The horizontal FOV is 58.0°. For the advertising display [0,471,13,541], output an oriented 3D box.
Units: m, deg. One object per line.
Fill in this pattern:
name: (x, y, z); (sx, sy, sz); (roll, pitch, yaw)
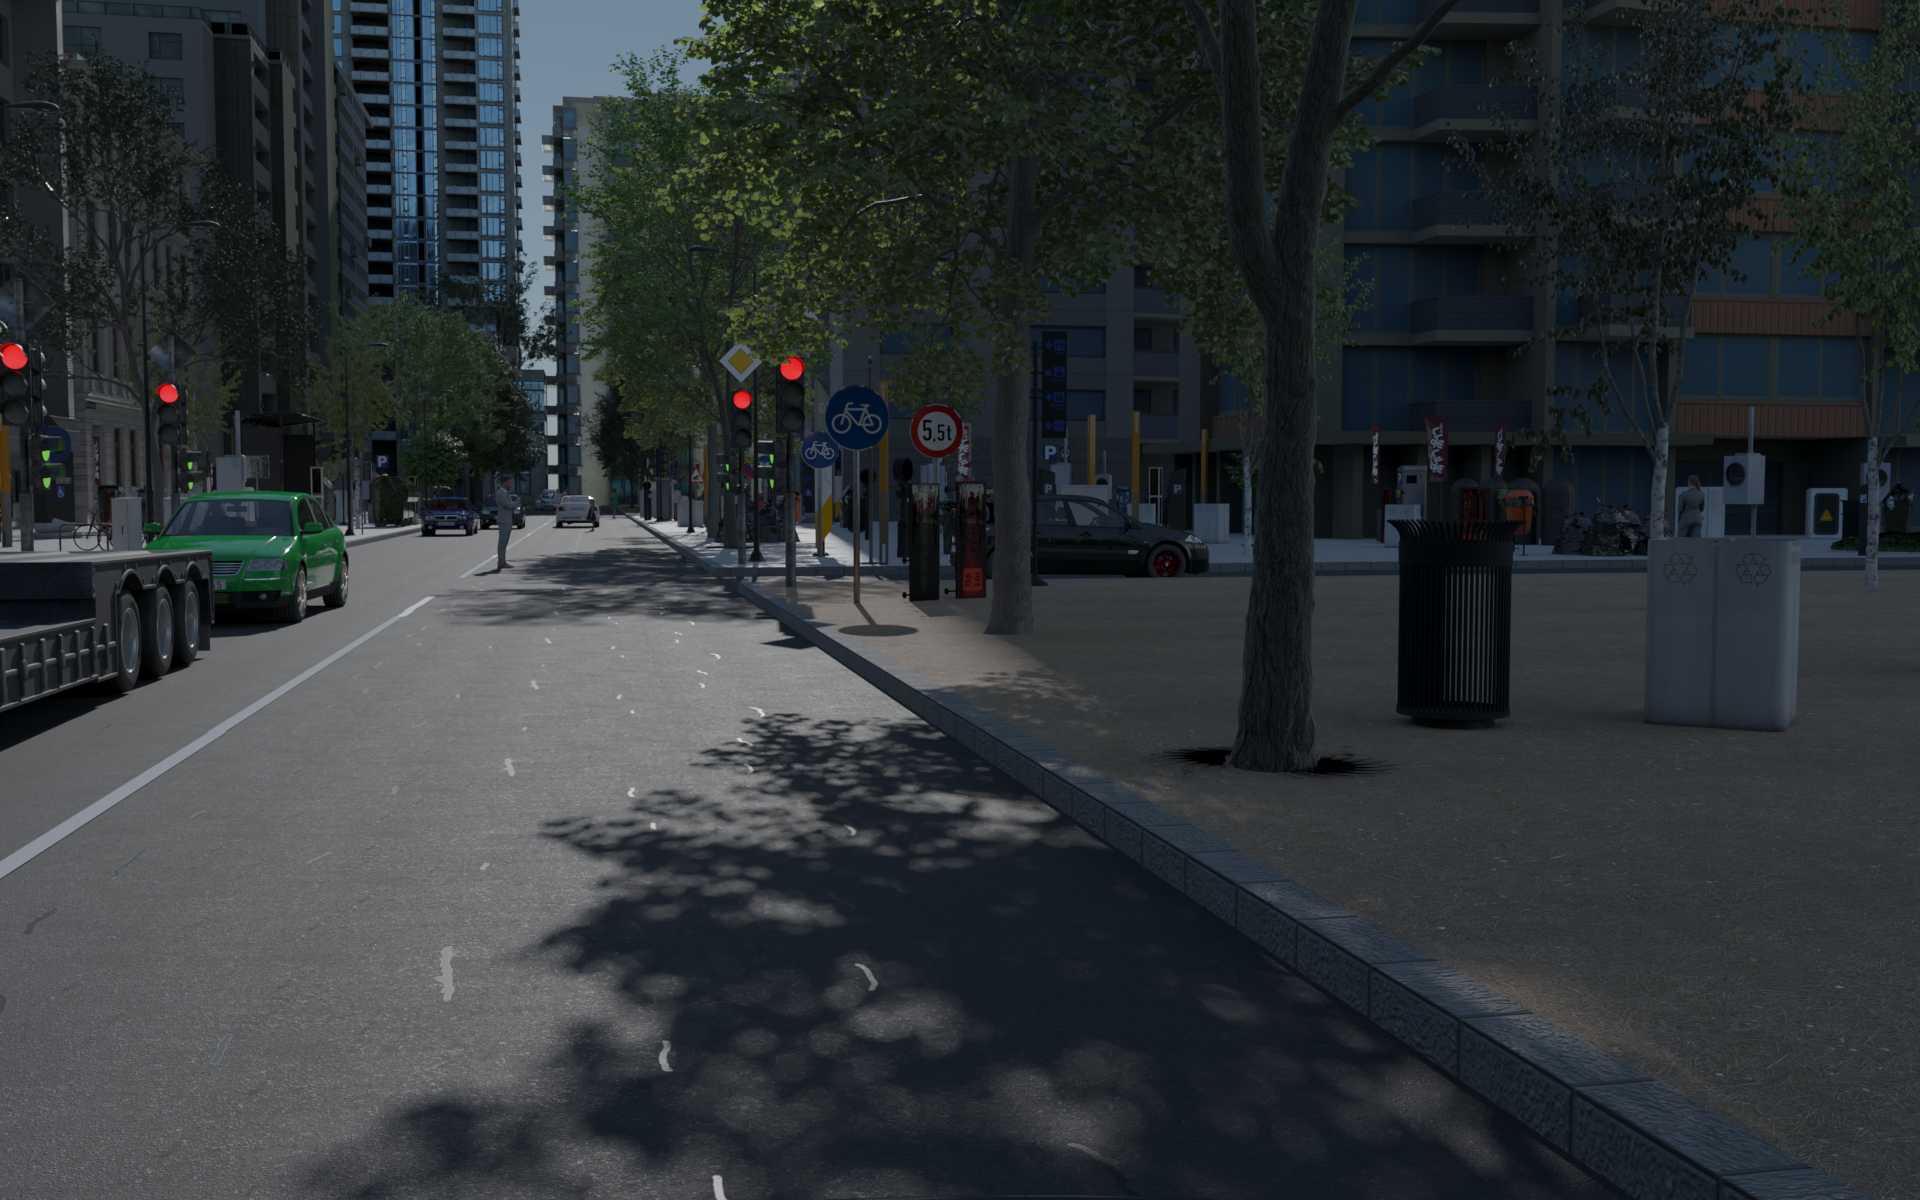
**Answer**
advertising display: (-26.145, -2.543, 46.794); (0.974, 1.923, 0.123); (-3, 4, -37)

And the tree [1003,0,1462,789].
tree: (1.446, -5.009, 7.648); (9.928, 11.665, 9.643); (0, 3, 0)

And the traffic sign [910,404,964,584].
traffic sign: (-0.326, -1.496, 24.562); (0.768, 2.556, 0.104); (0, 4, -3)

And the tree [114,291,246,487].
tree: (-28.826, -6.952, 64.031); (4.737, 8.622, 4.395); (0, 3, 0)

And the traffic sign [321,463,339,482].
traffic sign: (-25.587, -4.291, 70.267); (0.768, 2.556, 0.104); (0, 4, -3)

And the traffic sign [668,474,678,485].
traffic sign: (-16.174, -5.925, 96.871); (0.884, 2.594, 0.081); (0, 4, -6)

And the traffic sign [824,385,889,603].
traffic sign: (-1.214, -1.237, 20.324); (0.768, 2.556, 0.104); (-1, 4, -11)

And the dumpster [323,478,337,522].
dumpster: (-21.196, -3.119, 56.746); (1.264, 1.857, 1.865); (-1, 4, -12)

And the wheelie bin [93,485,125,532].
wheelie bin: (-29.104, -3.143, 59.297); (0.980, 1.594, 0.693); (-2, 4, -31)

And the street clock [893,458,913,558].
street clock: (-1.150, -1.855, 34.902); (0.358, 2.002, 0.471); (2, 4, 26)

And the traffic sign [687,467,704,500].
traffic sign: (-12.426, -4.994, 81.663); (0.884, 2.594, 0.081); (0, 4, -4)

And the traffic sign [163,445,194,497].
traffic sign: (-19.784, -2.679, 43.901); (0.768, 2.556, 0.104); (0, 4, -6)

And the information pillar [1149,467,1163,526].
information pillar: (5.335, -2.617, 47.281); (0.304, 2.012, 0.304); (1, 4, 22)

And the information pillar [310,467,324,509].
information pillar: (-17.348, -2.586, 46.774); (0.304, 2.012, 0.304); (-1, 4, -15)

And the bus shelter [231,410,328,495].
bus shelter: (-20.054, -3.670, 51.290); (1.731, 3.624, 6.357); (-1, 4, -12)

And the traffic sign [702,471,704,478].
traffic sign: (-11.904, -5.053, 82.722); (0.768, 2.556, 0.104); (0, 4, -6)

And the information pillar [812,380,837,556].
information pillar: (-2.834, -2.720, 35.825); (0.183, 3.616, 0.504); (2, 4, 33)

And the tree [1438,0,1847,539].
tree: (7.691, -4.211, 19.213); (4.360, 8.622, 3.978); (0, 3, 0)

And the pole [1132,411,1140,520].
pole: (4.329, -2.989, 42.713); (0.158, 3.312, 0.155); (0, 3, 0)

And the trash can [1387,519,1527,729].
trash can: (2.748, 0.124, 9.630); (0.748, 1.137, 0.748); (0, 3, 0)

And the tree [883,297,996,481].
tree: (-0.844, -6.770, 61.055); (4.737, 8.622, 4.395); (0, 3, 0)

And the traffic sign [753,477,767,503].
traffic sign: (-6.513, -3.559, 58.201); (0.884, 2.594, 0.081); (0, 4, -8)

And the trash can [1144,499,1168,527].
trash can: (5.642, -2.318, 49.551); (0.748, 1.137, 0.748); (0, 3, 0)

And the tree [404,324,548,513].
tree: (-32.810, -12.261, 117.482); (9.611, 12.733, 9.660); (0, 3, 0)

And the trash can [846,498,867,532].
trash can: (-3.625, -3.040, 61.360); (0.748, 1.137, 0.748); (0, 3, 0)

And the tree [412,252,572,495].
tree: (-34.667, -16.977, 133.464); (12.611, 20.169, 13.585); (0, 3, 0)

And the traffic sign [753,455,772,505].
traffic sign: (-6.446, -3.491, 57.191); (0.768, 2.556, 0.104); (-1, 4, -10)

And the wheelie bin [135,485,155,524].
wheelie bin: (-28.587, -3.242, 60.918); (0.693, 1.594, 0.980); (-3, 4, -37)

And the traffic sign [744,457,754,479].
traffic sign: (-6.946, -3.580, 58.644); (0.768, 2.556, 0.104); (0, 4, -4)

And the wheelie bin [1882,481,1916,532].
wheelie bin: (23.119, -2.126, 42.665); (0.693, 1.594, 0.980); (2, 4, 34)

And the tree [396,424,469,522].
tree: (-24.731, -5.970, 81.319); (4.285, 4.588, 4.351); (0, 3, 0)

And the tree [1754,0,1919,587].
tree: (12.670, -4.473, 23.494); (4.737, 8.622, 4.395); (0, 3, 0)

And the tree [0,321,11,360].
tree: (-11.425, -2.067, 17.510); (4.285, 4.588, 4.351); (0, 3, 0)

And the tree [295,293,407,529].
tree: (-22.268, -6.928, 63.636); (4.737, 8.622, 4.395); (0, 3, 0)

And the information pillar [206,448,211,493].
information pillar: (-37.356, -5.795, 86.107); (0.183, 3.616, 0.504); (-1, 4, -13)

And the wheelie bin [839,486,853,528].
wheelie bin: (-4.203, -3.526, 65.554); (0.693, 1.594, 0.980); (-1, 4, -14)

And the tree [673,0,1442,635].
tree: (0.830, -5.977, 15.848); (7.486, 12.596, 7.792); (0, 3, 0)

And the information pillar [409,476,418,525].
information pillar: (-22.724, -4.128, 71.988); (0.304, 2.012, 0.304); (0, 4, 1)

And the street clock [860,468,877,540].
street clock: (-2.575, -2.691, 48.572); (0.471, 2.002, 0.358); (0, 4, 1)

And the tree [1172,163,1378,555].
tree: (6.157, -5.236, 35.965); (4.737, 8.622, 4.395); (0, 3, 0)

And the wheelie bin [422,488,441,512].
wheelie bin: (-26.475, -4.824, 86.772); (0.980, 1.594, 0.693); (2, 4, 29)

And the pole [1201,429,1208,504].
pole: (7.684, -3.707, 54.461); (0.158, 3.312, 0.155); (0, 3, 0)

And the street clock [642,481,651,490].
street clock: (-17.662, -5.697, 97.723); (0.471, 2.002, 0.358); (-3, 5, -44)

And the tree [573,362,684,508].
tree: (-30.160, -15.177, 158.508); (12.009, 13.543, 11.850); (0, 3, 0)

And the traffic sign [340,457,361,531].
traffic sign: (-20.748, -3.606, 59.071); (0.768, 2.556, 0.104); (0, 4, -6)

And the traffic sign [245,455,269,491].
traffic sign: (-18.613, -2.676, 45.883); (0.606, 2.300, 0.079); (0, 4, -4)

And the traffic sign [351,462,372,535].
traffic sign: (-18.894, -3.215, 54.702); (0.606, 2.300, 0.079); (-1, 4, -11)

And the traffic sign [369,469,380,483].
traffic sign: (-27.271, -4.857, 80.590); (0.795, 2.450, 0.064); (0, 4, -4)

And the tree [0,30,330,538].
tree: (-16.542, -6.168, 35.253); (7.601, 10.594, 8.767); (2, 4, 26)

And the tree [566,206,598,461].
tree: (-7.577, -8.071, 50.088); (7.486, 12.596, 7.792); (0, 3, 0)

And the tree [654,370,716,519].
tree: (-14.584, -8.465, 88.762); (4.737, 8.622, 4.395); (0, 3, 0)

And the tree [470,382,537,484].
tree: (-43.173, -14.919, 162.059); (7.486, 12.596, 7.792); (0, 3, 0)

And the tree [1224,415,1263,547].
tree: (7.440, -2.932, 42.532); (1.663, 3.219, 1.824); (0, 3, 0)

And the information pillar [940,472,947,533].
information pillar: (-0.624, -3.225, 57.219); (0.304, 2.012, 0.304); (-1, 4, -20)

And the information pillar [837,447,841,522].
information pillar: (-5.555, -5.349, 78.810); (0.183, 3.616, 0.504); (2, 4, 25)

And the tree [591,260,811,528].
tree: (-9.117, -7.986, 64.985); (7.601, 10.594, 8.767); (-2, 4, -24)

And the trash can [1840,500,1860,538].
trash can: (21.796, -1.864, 42.125); (0.748, 1.137, 0.748); (0, 3, 0)

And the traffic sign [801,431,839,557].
traffic sign: (-2.844, -2.144, 35.164); (0.768, 2.556, 0.104); (0, 4, -4)
